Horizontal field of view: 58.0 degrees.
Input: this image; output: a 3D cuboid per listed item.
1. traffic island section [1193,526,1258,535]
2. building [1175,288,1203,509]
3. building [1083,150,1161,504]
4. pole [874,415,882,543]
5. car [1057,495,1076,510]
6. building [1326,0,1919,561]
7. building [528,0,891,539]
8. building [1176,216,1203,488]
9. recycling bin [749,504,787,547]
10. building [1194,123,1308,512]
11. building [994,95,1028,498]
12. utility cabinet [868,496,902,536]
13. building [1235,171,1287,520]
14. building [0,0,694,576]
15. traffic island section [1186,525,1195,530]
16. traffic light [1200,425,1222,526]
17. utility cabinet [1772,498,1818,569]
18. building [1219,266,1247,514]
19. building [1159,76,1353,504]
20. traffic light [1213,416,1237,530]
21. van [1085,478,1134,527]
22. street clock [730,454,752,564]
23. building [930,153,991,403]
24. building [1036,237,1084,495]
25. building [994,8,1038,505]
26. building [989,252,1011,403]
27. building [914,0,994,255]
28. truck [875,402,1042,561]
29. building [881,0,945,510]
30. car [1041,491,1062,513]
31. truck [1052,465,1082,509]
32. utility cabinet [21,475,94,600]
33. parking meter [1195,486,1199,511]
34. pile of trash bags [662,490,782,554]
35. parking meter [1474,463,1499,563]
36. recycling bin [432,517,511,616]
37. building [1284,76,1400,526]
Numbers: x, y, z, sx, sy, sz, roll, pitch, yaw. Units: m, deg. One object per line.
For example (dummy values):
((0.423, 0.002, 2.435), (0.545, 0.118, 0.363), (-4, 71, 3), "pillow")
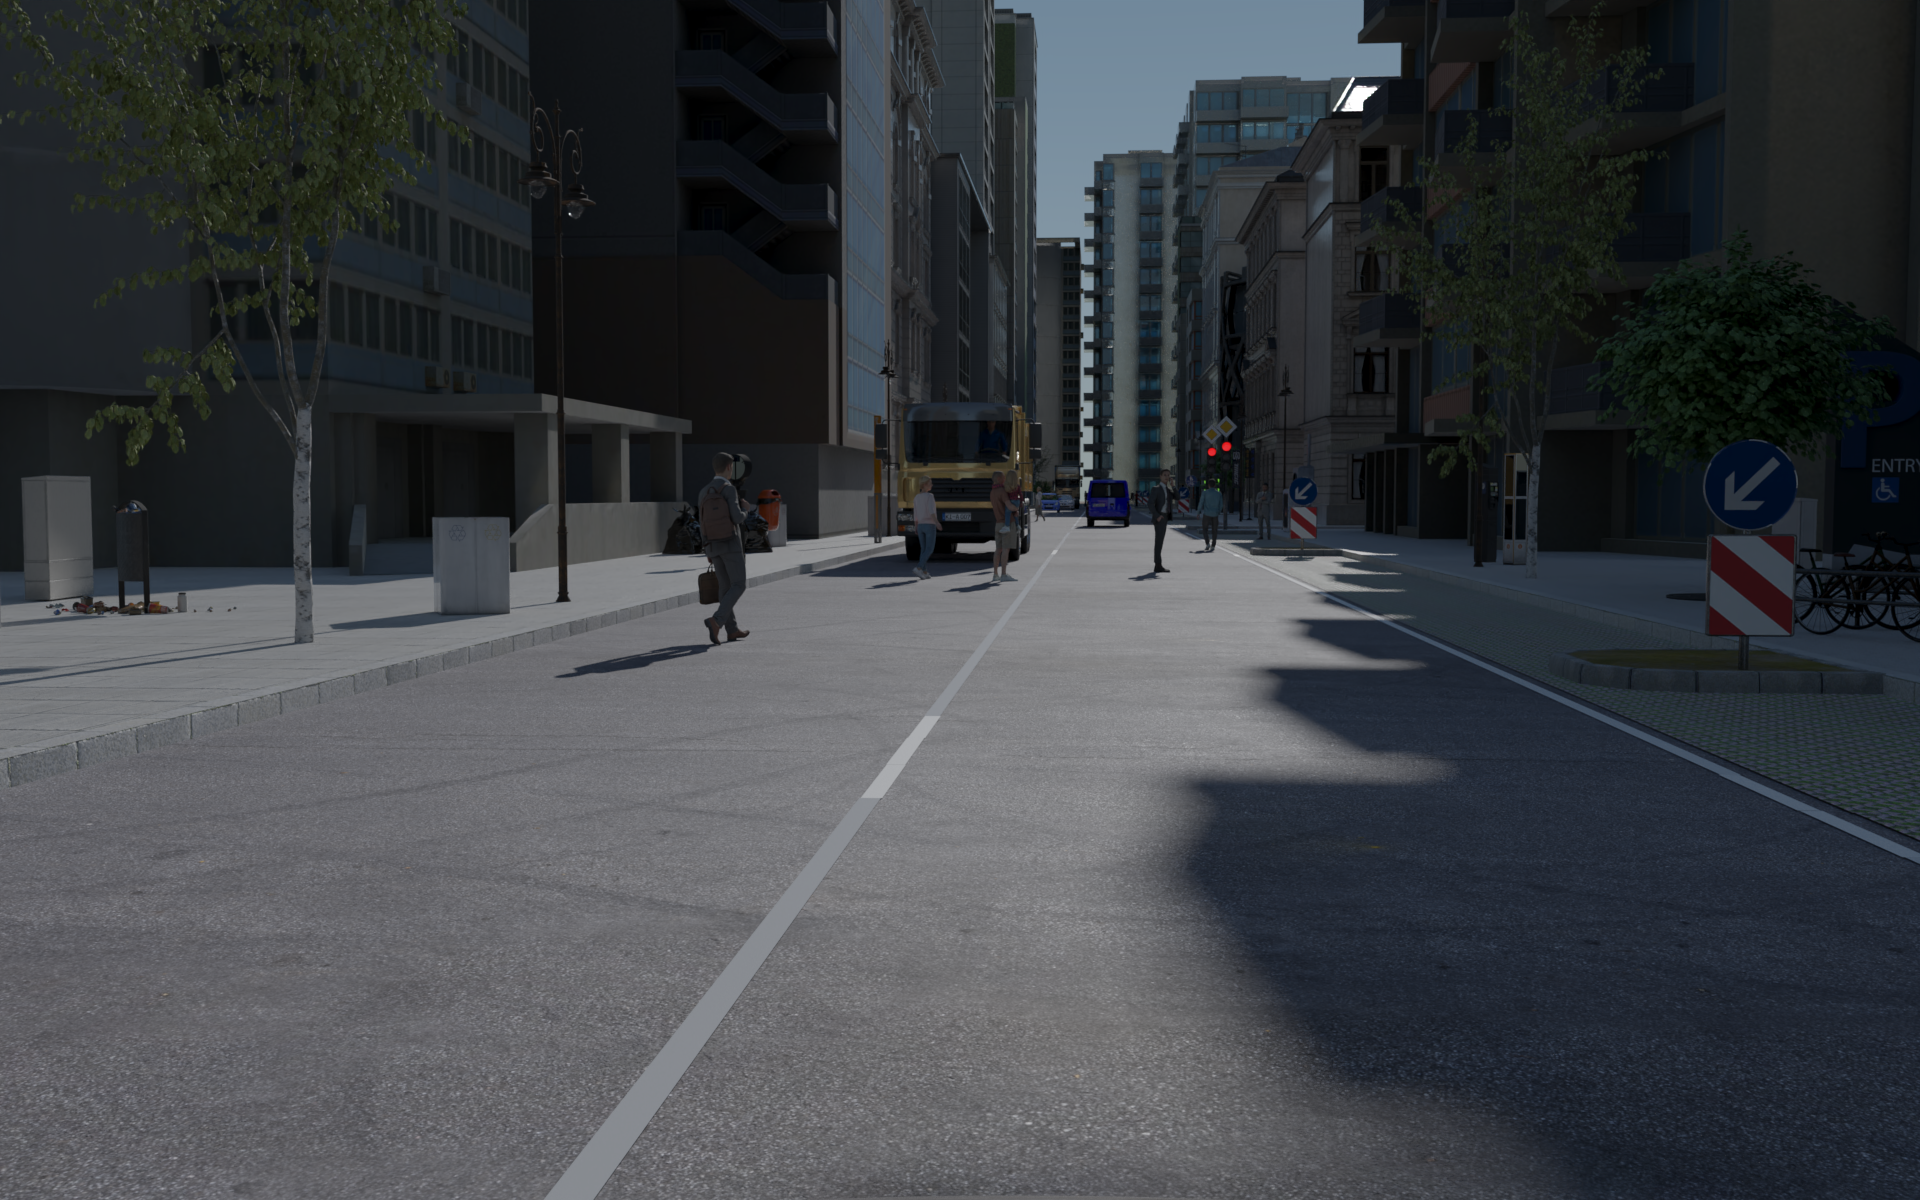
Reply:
((9.569, -2.450, 62.340), (2.009, 0.180, 2.903), (0, 4, 5), "traffic island section")
((34.381, -19.209, 159.105), (27.650, 21.520, 28.899), (0, 4, 5), "building")
((32.456, -37.944, 239.995), (30.456, 49.044, 23.786), (0, 4, 5), "building")
((-2.138, -3.132, 45.048), (0.158, 3.312, 0.155), (0, 3, 0), "pole")
((9.421, -8.820, 156.573), (2.083, 1.381, 4.827), (0, 4, 4), "car")
((22.465, -23.864, 44.793), (22.147, 44.769, 28.867), (0, 4, 5), "building")
((-10.113, -24.783, 55.308), (14.200, 45.320, 14.600), (0, 4, 5), "building")
((29.714, -25.055, 181.349), (14.160, 30.474, 14.107), (0, 4, 5), "building")
((-4.700, -1.810, 42.140), (0.722, 1.027, 0.722), (2, 4, 27), "recycling bin")
((25.551, -21.304, 134.228), (13.634, 28.700, 20.117), (0, 4, 5), "building")
((-0.561, -29.975, 173.684), (14.154, 41.232, 14.086), (0, 4, 5), "building")
((-2.319, -2.587, 53.467), (1.020, 1.237, 0.306), (1, 4, 14), "utility cabinet")
((20.721, -13.952, 92.743), (10.561, 19.102, 19.286), (0, 4, 5), "building")
((-22.792, -21.011, 35.415), (32.217, 40.220, 23.993), (0, 4, 5), "building")
((10.205, -2.937, 70.300), (2.009, 0.180, 2.903), (0, 4, 5), "traffic island section")
((10.165, -4.971, 70.189), (0.839, 4.253, 0.868), (0, 4, 5), "traffic light")
((14.245, -1.127, 29.581), (0.306, 1.237, 1.020), (0, 4, 0), "utility cabinet")
((25.813, -15.203, 116.022), (16.820, 18.784, 16.811), (0, 4, 5), "building")
((36.258, -35.655, 202.572), (23.786, 49.044, 30.456), (0, 4, 5), "building")
((9.530, -4.484, 62.229), (0.839, 4.253, 0.868), (0, 4, 5), "traffic light")
((6.633, -4.449, 77.131), (2.240, 2.365, 5.245), (0, 4, 6), "van")
((-4.033, -1.647, 31.499), (0.471, 2.002, 0.358), (2, 4, 27), "street clock")
((-6.014, -17.846, 110.853), (14.314, 24.678, 30.058), (0, 4, 5), "building")
((5.529, -33.896, 246.074), (23.993, 40.220, 32.217), (0, 4, 5), "building")
((-4.853, -40.909, 210.857), (28.212, 58.520, 21.231), (0, 4, 5), "building")
((-1.430, -17.478, 134.915), (9.793, 20.994, 18.267), (0, 4, 5), "building")
((-5.164, -43.885, 155.765), (20.563, 71.187, 20.611), (0, 4, 5), "building")
((0.229, -2.667, 39.536), (3.469, 3.379, 9.791), (0, 4, 4), "truck")
((-8.573, -18.117, 83.610), (14.401, 28.519, 23.554), (0, 4, 5), "building")
((6.942, -7.656, 134.761), (1.945, 1.707, 3.694), (0, 4, 4), "car")
((10.495, -11.008, 168.889), (2.839, 4.237, 11.283), (0, 4, 4), "truck")
((-11.037, -0.765, 21.184), (0.318, 1.500, 1.173), (0, 4, -3), "utility cabinet")
((18.266, -7.806, 133.346), (0.255, 1.863, 0.399), (0, 4, -1), "parking meter")
((-4.953, -1.738, 38.171), (1.912, 1.369, 3.447), (2, 4, 25), "pile of trash bags")
((9.899, -1.643, 32.569), (0.255, 1.863, 0.399), (-2, 4, -30), "parking meter")
((-5.278, -0.376, 18.702), (0.722, 1.027, 0.722), (-2, 4, -23), "recycling bin")
((24.361, -12.808, 74.039), (19.286, 19.102, 10.561), (0, 4, 5), "building")
